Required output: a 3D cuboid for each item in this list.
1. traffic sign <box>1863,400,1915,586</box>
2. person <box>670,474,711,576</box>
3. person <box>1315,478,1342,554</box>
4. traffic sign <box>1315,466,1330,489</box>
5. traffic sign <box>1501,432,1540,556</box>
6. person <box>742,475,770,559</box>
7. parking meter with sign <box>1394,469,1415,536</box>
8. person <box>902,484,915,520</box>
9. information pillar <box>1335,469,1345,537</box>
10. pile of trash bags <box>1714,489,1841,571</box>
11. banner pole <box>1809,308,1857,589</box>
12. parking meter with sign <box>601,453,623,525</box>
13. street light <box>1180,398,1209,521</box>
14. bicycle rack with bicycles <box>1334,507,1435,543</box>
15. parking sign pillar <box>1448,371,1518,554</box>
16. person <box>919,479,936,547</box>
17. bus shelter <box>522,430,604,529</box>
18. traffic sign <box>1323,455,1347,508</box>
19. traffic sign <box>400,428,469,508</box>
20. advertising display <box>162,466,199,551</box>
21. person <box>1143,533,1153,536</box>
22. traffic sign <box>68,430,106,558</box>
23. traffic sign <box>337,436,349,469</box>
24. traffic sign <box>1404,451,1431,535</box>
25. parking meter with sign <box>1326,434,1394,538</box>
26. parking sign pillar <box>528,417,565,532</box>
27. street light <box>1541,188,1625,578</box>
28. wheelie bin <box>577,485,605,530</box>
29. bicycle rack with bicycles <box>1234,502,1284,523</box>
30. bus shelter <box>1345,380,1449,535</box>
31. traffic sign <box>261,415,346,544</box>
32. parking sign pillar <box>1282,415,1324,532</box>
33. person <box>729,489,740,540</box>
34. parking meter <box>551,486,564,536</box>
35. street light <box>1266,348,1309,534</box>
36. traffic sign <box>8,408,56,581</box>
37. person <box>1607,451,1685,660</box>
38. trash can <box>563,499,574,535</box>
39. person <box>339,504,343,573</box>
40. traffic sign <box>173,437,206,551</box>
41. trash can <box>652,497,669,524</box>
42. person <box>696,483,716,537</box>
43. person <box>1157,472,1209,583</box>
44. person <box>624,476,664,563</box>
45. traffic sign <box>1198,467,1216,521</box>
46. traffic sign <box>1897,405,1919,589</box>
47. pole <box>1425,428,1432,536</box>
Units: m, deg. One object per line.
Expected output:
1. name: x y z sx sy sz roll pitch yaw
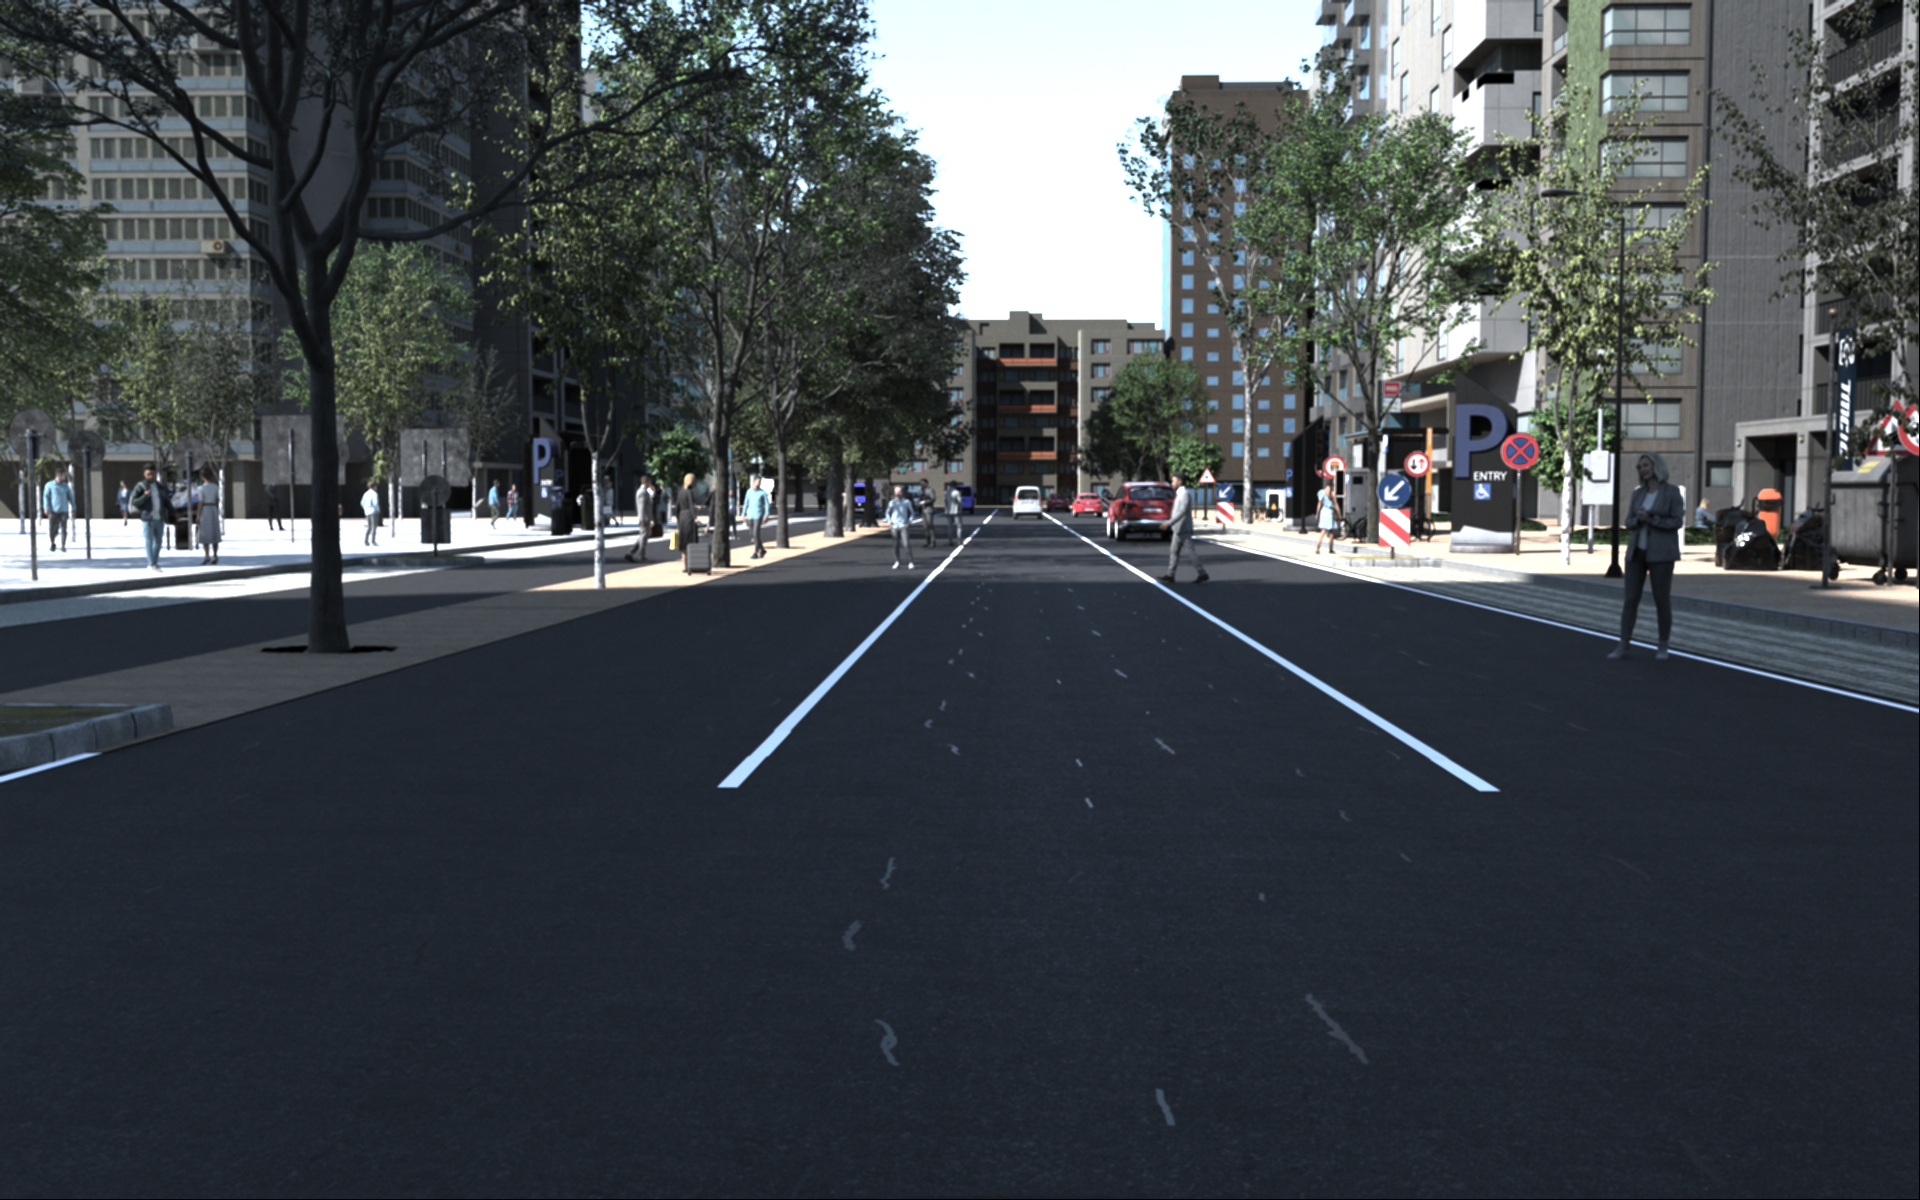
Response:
1. traffic sign: 12.931 -1.468 24.012 0.884 2.594 0.081 0 4 2
2. person: -4.807 -1.352 30.830 0.699 1.804 1.509 -1 4 -10
3. person: 8.826 -2.010 41.457 0.616 1.811 0.778 3 5 41
4. traffic sign: 12.236 -3.530 57.829 0.768 2.556 0.104 0 4 3
5. traffic sign: 11.603 -2.192 35.944 0.768 2.556 0.104 1 4 11
6. person: -4.427 -1.821 38.136 0.638 1.841 0.748 2 4 35
7. parking meter with sign: 13.316 -3.490 53.323 0.543 3.016 1.738 -3 4 -38
8. person: -1.932 -3.209 61.362 0.661 1.777 0.834 0 4 1
9. information pillar: 11.340 -2.888 51.710 0.304 2.012 0.304 1 4 13
10. pile of trash bags: 14.182 -1.252 30.215 1.912 1.369 3.447 1 4 21
11. banner pole: 11.753 -2.029 23.186 0.401 3.779 0.863 0 4 0
12. parking meter with sign: -14.995 -4.657 72.398 1.738 3.016 0.543 -1 4 -11
13. street light: 11.332 -6.798 83.685 1.470 5.913 1.316 0 4 2
14. bicycle rack with bicycles: 11.517 -2.054 46.963 2.925 0.926 2.852 1 4 9
15. parking sign pillar: 11.359 -3.000 37.523 1.447 3.967 1.447 2 4 27
16. person: -0.903 -2.342 46.593 0.447 1.846 0.655 -2 4 -28
17. bus shelter: -15.218 -4.628 66.956 1.731 3.624 6.357 0 4 2
18. traffic sign: 12.195 -3.446 56.451 0.768 2.556 0.104 0 4 4
19. traffic sign: -16.375 -3.673 53.932 2.265 3.308 0.079 1 4 10
20. advertising display: -17.813 -2.106 39.654 0.123 1.923 0.974 1 4 21
21. person: 6.314 -3.052 58.602 0.606 1.804 0.583 0 4 -7
22. traffic sign: -17.414 -2.106 34.542 0.768 2.556 0.104 0 4 3
23. traffic sign: -13.536 -2.278 37.347 0.768 2.556 0.104 0 4 6
24. traffic sign: 13.574 -3.140 51.443 0.768 2.556 0.104 0 4 6
25. parking meter with sign: 11.575 -3.309 50.369 1.738 3.016 0.543 0 4 -2
26. parking sign pillar: -14.176 -4.359 59.742 1.447 3.967 1.447 3 5 44
27. street light: 9.522 -3.298 26.467 1.470 5.913 1.316 0 4 2
28. wheelie bin: -13.105 -3.287 61.644 0.980 1.594 0.693 -2 4 -26
29. bicycle rack with bicycles: 13.447 -3.963 78.184 2.852 0.926 2.925 -1 4 -10
30. bus shelter: 14.478 -4.968 58.867 2.179 5.291 8.768 0 4 2
31. traffic sign: -16.912 -3.102 44.598 2.265 3.308 0.079 0 4 8
32. parking sign pillar: 11.730 -4.315 59.024 1.447 3.967 1.447 -2 4 -29
33. person: -7.234 -2.708 54.588 0.589 1.601 0.330 -3 5 -41
34. parking meter: -12.407 -2.748 53.337 0.372 1.533 0.369 0 3 0
35. street light: 10.427 -5.055 55.190 1.470 5.913 1.316 0 4 2
36. traffic sign: -13.721 -1.560 25.606 0.768 2.556 0.104 1 4 9
37. person: 5.978 -0.386 14.997 0.526 1.800 0.537 -2 4 -30
38. trash can: -12.600 -2.648 54.945 0.748 1.137 0.748 0 3 0
39. person: -11.165 -1.086 30.940 0.352 1.250 0.332 0 4 2
40. traffic sign: -17.326 -2.375 38.941 0.768 2.556 0.104 0 4 4
41. trash can: -12.530 -3.713 72.364 0.748 1.137 0.748 0 3 0
42. person: -8.591 -3.017 58.043 1.509 1.804 0.699 0 4 -1
43. person: 3.603 -1.173 27.955 0.850 1.792 0.678 0 4 5
44. person: -6.568 -1.680 36.085 0.853 1.813 0.709 -1 4 -21
45. traffic sign: 11.781 -5.055 82.645 0.884 2.594 0.081 0 4 5
46. traffic sign: 12.928 -1.416 23.255 0.768 2.556 0.104 0 4 3
47. pole: 14.465 -3.645 53.437 0.158 3.312 0.155 0 3 0
